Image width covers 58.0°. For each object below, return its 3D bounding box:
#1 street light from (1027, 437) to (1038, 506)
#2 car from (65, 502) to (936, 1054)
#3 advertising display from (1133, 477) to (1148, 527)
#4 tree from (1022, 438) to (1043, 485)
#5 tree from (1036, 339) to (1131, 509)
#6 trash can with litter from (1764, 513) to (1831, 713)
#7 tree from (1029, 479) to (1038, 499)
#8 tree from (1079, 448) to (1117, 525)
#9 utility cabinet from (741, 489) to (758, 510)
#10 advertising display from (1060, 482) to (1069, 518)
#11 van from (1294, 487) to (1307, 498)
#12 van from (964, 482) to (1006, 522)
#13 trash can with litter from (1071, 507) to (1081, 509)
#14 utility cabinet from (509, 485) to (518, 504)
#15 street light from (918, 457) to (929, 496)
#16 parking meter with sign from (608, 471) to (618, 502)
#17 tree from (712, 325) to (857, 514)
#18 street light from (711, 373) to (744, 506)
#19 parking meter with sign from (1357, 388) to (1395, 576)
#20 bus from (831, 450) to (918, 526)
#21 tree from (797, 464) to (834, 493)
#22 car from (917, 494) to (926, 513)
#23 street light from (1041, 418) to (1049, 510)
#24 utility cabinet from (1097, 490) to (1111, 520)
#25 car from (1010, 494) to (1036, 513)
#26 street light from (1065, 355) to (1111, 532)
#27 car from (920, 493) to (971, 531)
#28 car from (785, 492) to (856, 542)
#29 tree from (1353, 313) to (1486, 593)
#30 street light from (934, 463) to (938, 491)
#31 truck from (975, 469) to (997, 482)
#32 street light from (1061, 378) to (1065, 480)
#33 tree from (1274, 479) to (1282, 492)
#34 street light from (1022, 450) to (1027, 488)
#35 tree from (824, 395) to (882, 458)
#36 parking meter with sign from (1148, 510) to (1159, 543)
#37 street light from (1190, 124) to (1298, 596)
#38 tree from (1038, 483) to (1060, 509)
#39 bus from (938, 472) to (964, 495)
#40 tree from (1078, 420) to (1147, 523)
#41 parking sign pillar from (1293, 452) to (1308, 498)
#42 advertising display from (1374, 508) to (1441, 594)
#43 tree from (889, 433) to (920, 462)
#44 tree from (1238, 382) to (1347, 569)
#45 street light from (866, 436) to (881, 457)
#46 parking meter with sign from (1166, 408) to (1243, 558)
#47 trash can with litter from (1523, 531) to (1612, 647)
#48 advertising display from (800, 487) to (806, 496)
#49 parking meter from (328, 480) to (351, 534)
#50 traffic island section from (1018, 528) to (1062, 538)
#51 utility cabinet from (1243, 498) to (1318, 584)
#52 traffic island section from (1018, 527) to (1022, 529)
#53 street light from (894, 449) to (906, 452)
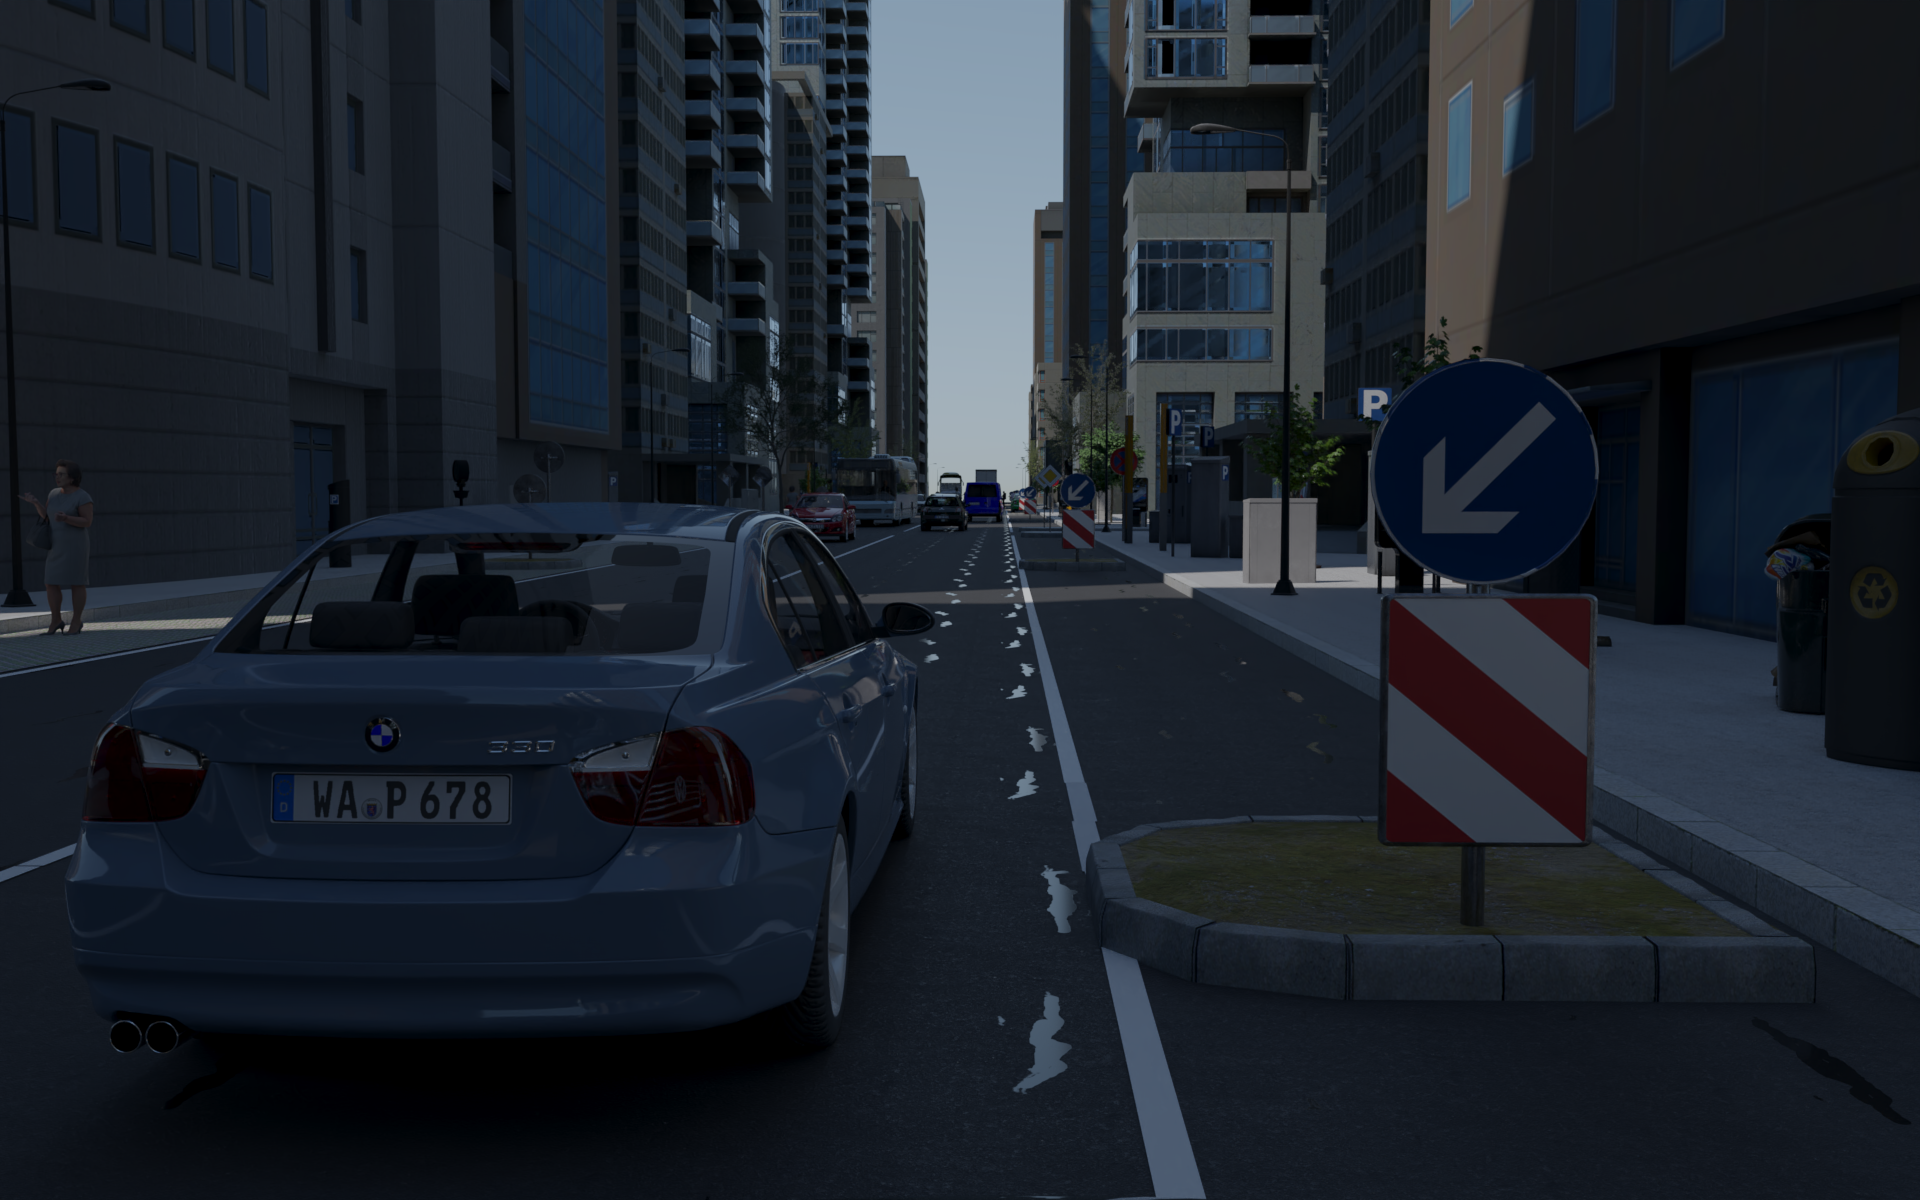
[{"bbox_3d":[6.566,-10.587,145.642,1.470,5.913,1.316,0,4,1],"label":"street light"},{"bbox_3d":[-1.116,0.379,5.800,2.014,1.417,4.499,0,4,2],"label":"car"},{"bbox_3d":[6.837,-3.787,67.139,0.974,1.923,0.123,2,4,33],"label":"advertising display"},{"bbox_3d":[9.858,-16.758,224.355,4.737,8.622,4.395,0,3,0],"label":"tree"},{"bbox_3d":[6.015,-8.063,82.192,4.360,8.622,3.978,0,3,0],"label":"tree"},{"bbox_3d":[5.091,0.059,10.428,0.624,1.170,1.055,1,4,15],"label":"trash can with litter"},{"bbox_3d":[8.503,-12.067,191.894,1.663,3.219,1.824,0,3,0],"label":"tree"},{"bbox_3d":[5.842,-4.788,72.887,1.663,3.219,1.824,0,3,0],"label":"tree"},{"bbox_3d":[-9.059,-4.045,74.807,0.318,1.500,1.173,1,4,16],"label":"utility cabinet"},{"bbox_3d":[5.654,-5.410,93.672,0.123,1.923,0.974,-1,4,-23],"label":"advertising display"},{"bbox_3d":[14.147,-3.410,62.768,4.112,2.044,2.013,0,4,1],"label":"van"},{"bbox_3d":[1.239,-5.213,89.624,2.240,2.365,5.245,0,4,3],"label":"van"},{"bbox_3d":[5.806,-4.783,89.593,0.624,1.170,1.055,-3,4,-36],"label":"trash can with litter"},{"bbox_3d":[-9.931,-1.891,39.594,0.318,1.500,1.173,1,4,9],"label":"utility cabinet"},{"bbox_3d":[-5.193,-15.503,226.015,1.470,5.913,1.316,0,4,1],"label":"street light"},{"bbox_3d":[-11.923,-3.807,58.503,1.738,3.016,0.543,3,5,43],"label":"parking meter with sign"},{"bbox_3d":[-9.695,-9.807,94.765,8.767,10.594,7.601,0,4,4],"label":"tree"},{"bbox_3d":[-8.951,-5.735,66.311,1.470,5.913,1.316,0,4,1],"label":"street light"},{"bbox_3d":[6.776,-1.922,27.684,0.543,3.016,1.738,0,4,2],"label":"parking meter with sign"},{"bbox_3d":[-3.742,-5.211,80.064,2.948,3.499,13.247,0,4,3],"label":"bus"},{"bbox_3d":[-9.125,-7.083,110.407,1.663,3.219,1.824,0,3,0],"label":"tree"},{"bbox_3d":[-3.109,-6.689,119.157,2.009,1.686,4.222,0,4,-1],"label":"car"},{"bbox_3d":[5.725,-8.117,105.247,1.470,5.913,1.316,0,4,1],"label":"street light"},{"bbox_3d":[7.157,-4.733,86.060,0.318,1.500,1.173,-1,4,-17],"label":"utility cabinet"},{"bbox_3d":[4.657,-7.288,127.953,1.959,1.807,4.718,0,4,0],"label":"car"},{"bbox_3d":[4.365,-5.223,57.932,1.470,5.913,1.316,0,4,1],"label":"street light"},{"bbox_3d":[-0.604,-3.571,68.168,2.009,1.686,4.222,0,4,3],"label":"car"},{"bbox_3d":[-4.209,-2.683,52.908,2.155,1.783,4.494,0,4,1],"label":"car"},{"bbox_3d":[5.148,-1.469,18.618,1.663,3.219,1.824,0,3,0],"label":"tree"},{"bbox_3d":[-4.202,-17.696,261.864,1.470,5.913,1.316,0,4,1],"label":"street light"},{"bbox_3d":[3.072,-12.984,201.205,2.839,4.237,11.283,0,4,1],"label":"truck"},{"bbox_3d":[4.717,-5.921,69.357,1.470,5.913,1.316,0,4,1],"label":"street light"},{"bbox_3d":[16.378,-6.148,84.232,4.285,4.588,4.351,0,3,0],"label":"tree"},{"bbox_3d":[7.525,-12.769,181.315,1.470,5.913,1.316,0,4,1],"label":"street light"},{"bbox_3d":[-8.190,-10.973,129.776,4.737,8.622,4.395,0,3,0],"label":"tree"},{"bbox_3d":[5.705,-2.979,44.967,1.738,3.016,0.543,3,5,40],"label":"parking meter with sign"},{"bbox_3d":[3.589,-3.018,21.889,1.470,5.913,1.316,0,4,1],"label":"street light"},{"bbox_3d":[8.215,-9.835,155.397,1.663,3.219,1.824,0,3,0],"label":"tree"},{"bbox_3d":[-1.053,-12.572,197.096,2.896,3.916,12.252,0,4,0],"label":"bus"},{"bbox_3d":[6.702,-5.693,76.797,4.285,4.588,4.351,0,3,0],"label":"tree"},{"bbox_3d":[13.161,-4.727,65.764,1.447,3.967,1.447,-1,4,-19],"label":"parking sign pillar"},{"bbox_3d":[5.805,-1.046,22.324,0.974,1.923,0.123,-1,4,-16],"label":"advertising display"},{"bbox_3d":[-6.659,-15.389,201.971,4.360,8.622,3.978,0,3,0],"label":"tree"},{"bbox_3d":[5.877,-2.161,29.936,1.663,3.219,1.824,0,3,0],"label":"tree"},{"bbox_3d":[-7.172,-10.416,142.848,1.470,5.913,1.316,0,4,1],"label":"street light"},{"bbox_3d":[5.049,-2.367,34.969,1.738,3.016,0.543,2,4,34],"label":"parking meter with sign"},{"bbox_3d":[4.602,-0.219,14.638,2.233,1.210,1.678,-1,4,-17],"label":"trash can with litter"},{"bbox_3d":[-11.133,-7.339,125.214,0.974,1.923,0.123,2,4,24],"label":"advertising display"},{"bbox_3d":[-10.850,-1.338,30.289,0.372,1.533,0.369,0,3,0],"label":"parking meter"},{"bbox_3d":[3.051,-2.201,58.271,2.009,0.180,2.903,0,4,1],"label":"traffic island section"},{"bbox_3d":[4.609,-0.845,24.976,1.020,1.237,0.306,-1,4,-10],"label":"utility cabinet"},{"bbox_3d":[3.245,-2.689,66.254,2.009,0.180,2.903,0,4,1],"label":"traffic island section"},{"bbox_3d":[-6.292,-12.634,179.100,1.470,5.913,1.316,0,4,1],"label":"street light"}]
